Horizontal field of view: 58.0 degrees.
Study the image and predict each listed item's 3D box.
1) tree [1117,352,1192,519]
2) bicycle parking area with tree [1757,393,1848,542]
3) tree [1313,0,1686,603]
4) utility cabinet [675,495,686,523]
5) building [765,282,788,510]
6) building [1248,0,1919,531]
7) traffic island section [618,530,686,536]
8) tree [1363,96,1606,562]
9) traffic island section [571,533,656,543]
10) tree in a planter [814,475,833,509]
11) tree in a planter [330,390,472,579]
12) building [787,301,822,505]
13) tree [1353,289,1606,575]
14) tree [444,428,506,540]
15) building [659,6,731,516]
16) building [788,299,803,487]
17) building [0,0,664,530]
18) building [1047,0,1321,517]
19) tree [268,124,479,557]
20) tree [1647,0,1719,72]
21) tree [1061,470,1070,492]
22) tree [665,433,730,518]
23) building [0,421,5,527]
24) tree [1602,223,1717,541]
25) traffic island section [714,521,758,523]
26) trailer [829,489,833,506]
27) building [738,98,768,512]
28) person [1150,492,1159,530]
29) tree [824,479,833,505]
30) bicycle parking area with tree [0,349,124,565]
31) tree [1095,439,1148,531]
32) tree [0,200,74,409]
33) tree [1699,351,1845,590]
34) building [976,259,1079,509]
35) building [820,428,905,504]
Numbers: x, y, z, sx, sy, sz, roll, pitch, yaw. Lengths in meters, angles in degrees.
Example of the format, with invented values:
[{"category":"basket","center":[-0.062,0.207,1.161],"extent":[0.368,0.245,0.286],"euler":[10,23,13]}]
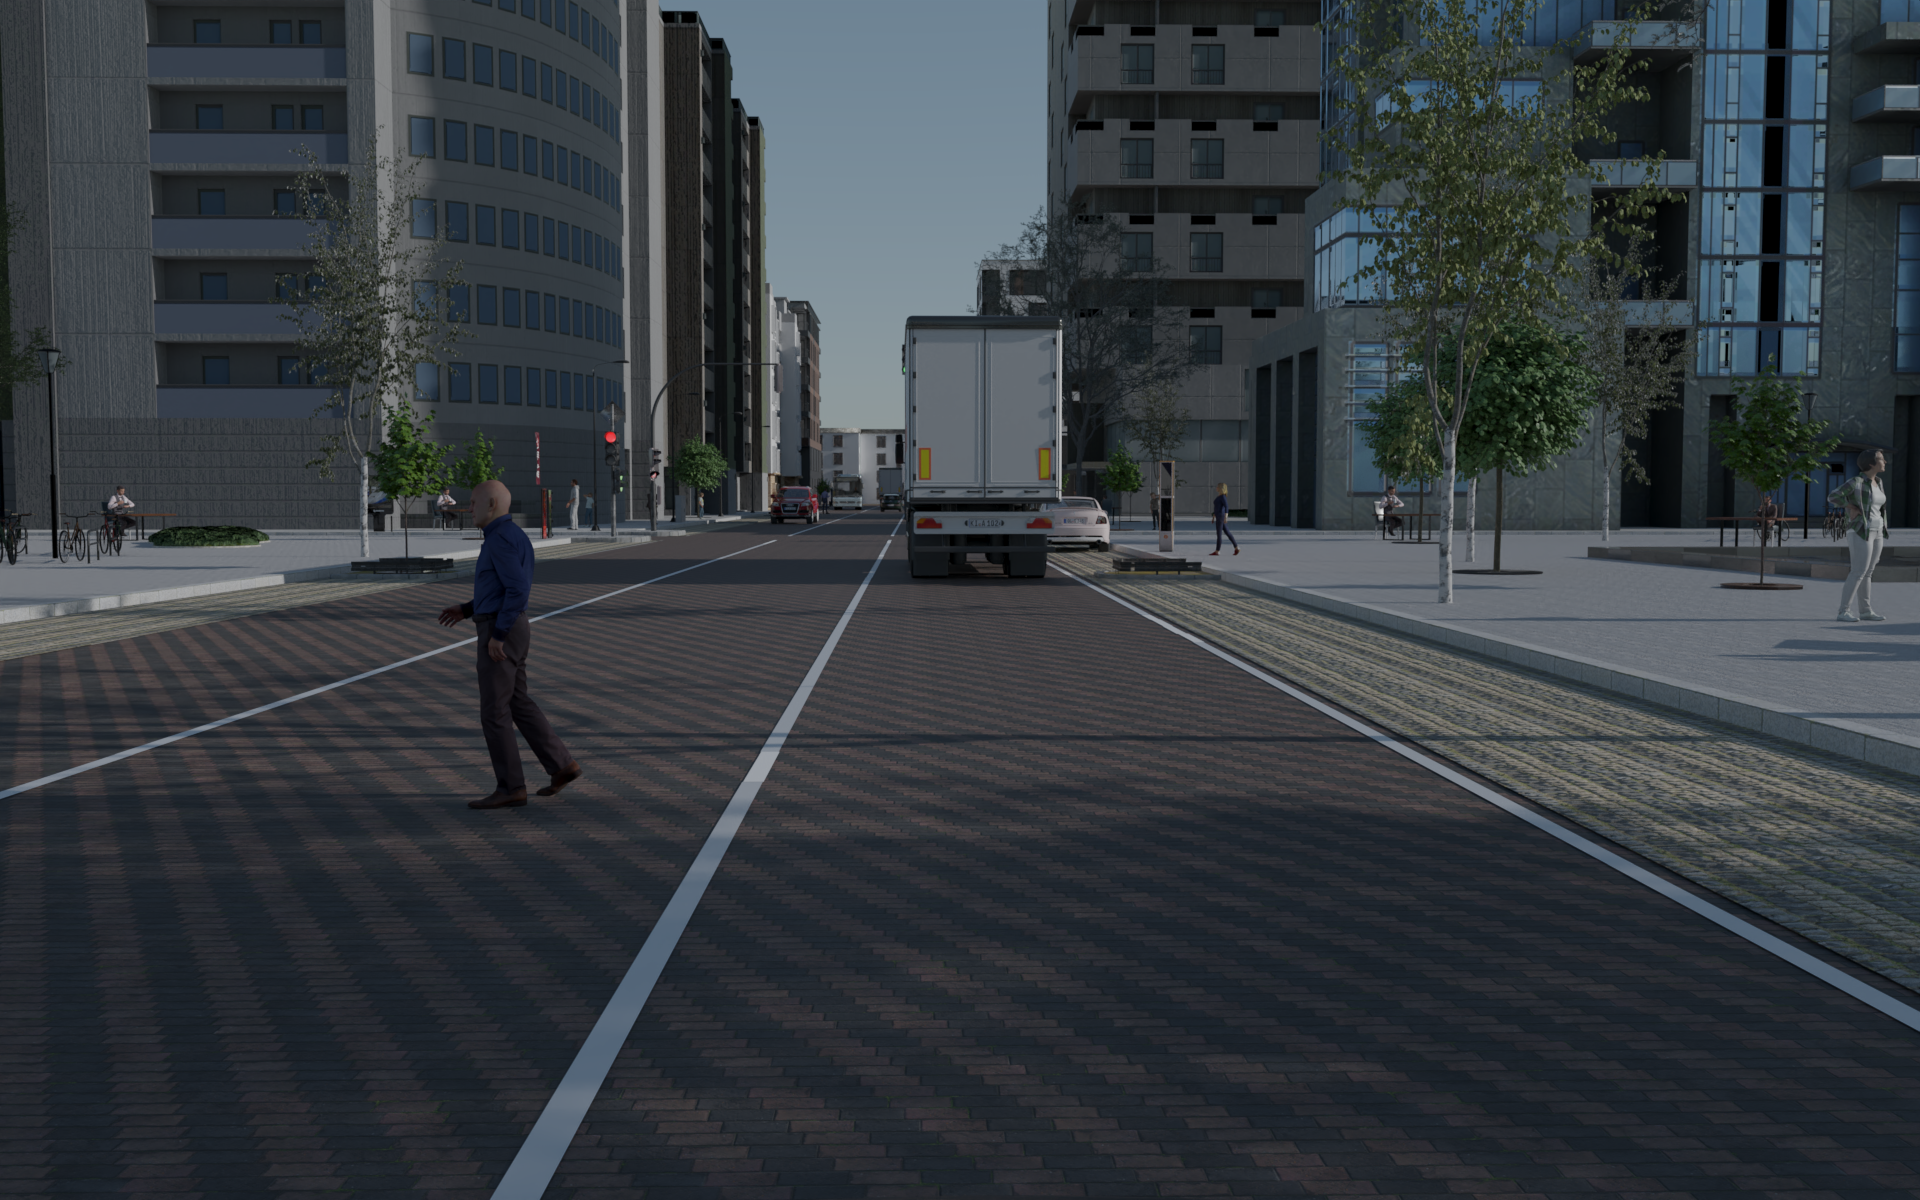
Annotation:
[{"category":"tree","center":[10.004,-8.402,87.741],"extent":[4.360,8.622,3.978],"euler":[0,3,0]},{"category":"bicycle parking area with tree","center":[26.255,-3.722,47.858],"extent":[8.231,4.147,9.016],"euler":[3,5,43]},{"category":"tree","center":[5.934,-4.275,20.266],"extent":[4.737,8.622,4.395],"euler":[0,3,0]},{"category":"utility cabinet","center":[-12.610,-4.099,78.176],"extent":[0.306,1.237,1.020],"euler":[0,4,2]},{"category":"building","center":[-23.848,-18.101,152.379],"extent":[16.016,20.091,11.380],"euler":[0,4,-1]},{"category":"building","center":[27.838,-46.275,69.276],"extent":[31.000,86.520,22.319],"euler":[0,4,-1]},{"category":"traffic island section","center":[-10.658,-2.317,60.162],"extent":[2.009,0.180,2.903],"euler":[0,4,-1]},{"category":"tree","center":[9.725,-5.048,32.900],"extent":[4.360,8.622,3.978],"euler":[0,3,0]},{"category":"traffic island section","center":[-10.456,-1.829,52.179],"extent":[2.009,0.180,2.903],"euler":[0,4,-1]},{"category":"tree in a planter","center":[-12.917,-10.112,162.558],"extent":[1.991,3.239,1.994],"euler":[0,4,-1]},{"category":"tree in a planter","center":[-9.572,-1.996,29.860],"extent":[1.991,3.239,1.994],"euler":[0,4,-1]},{"category":"building","center":[-32.625,-21.566,196.579],"extent":[32.646,21.610,27.936],"euler":[0,4,-1]},{"category":"tree","center":[8.636,-2.709,28.007],"extent":[4.285,4.588,4.351],"euler":[0,3,0]},{"category":"tree","center":[-13.441,-3.317,48.837],"extent":[1.663,3.219,1.824],"euler":[0,3,0]},{"category":"building","center":[-21.382,-20.359,104.578],"extent":[14.160,30.474,14.107],"euler":[0,4,-1]},{"category":"building","center":[-23.088,-18.805,163.881],"extent":[16.016,20.091,11.380],"euler":[0,4,-1]},{"category":"building","center":[-25.606,-32.569,74.501],"extent":[21.231,58.520,28.212],"euler":[0,4,-1]},{"category":"building","center":[19.945,-31.935,111.382],"extent":[28.713,52.752,27.495],"euler":[0,4,-1]},{"category":"tree","center":[-12.139,-5.202,35.409],"extent":[4.360,8.622,3.978],"euler":[0,3,0]},{"category":"tree","center":[7.164,-6.058,9.425],"extent":[12.009,13.543,11.850],"euler":[0,3,0]},{"category":"tree","center":[4.754,-5.609,86.314],"extent":[1.663,3.219,1.824],"euler":[0,3,0]},{"category":"tree","center":[-14.093,-6.713,93.475],"extent":[4.285,4.588,4.351],"euler":[0,3,0]},{"category":"building","center":[-47.486,-38.341,65.135],"extent":[20.611,71.187,20.563],"euler":[0,4,-1]},{"category":"tree","center":[17.891,-5.918,47.119],"extent":[4.360,8.622,3.978],"euler":[0,3,0]},{"category":"traffic island section","center":[-10.948,-3.795,84.908],"extent":[1.991,0.108,1.994],"euler":[0,4,-1]},{"category":"trailer","center":[-13.965,-11.435,194.004],"extent":[1.471,1.999,3.904],"euler":[0,4,-1]},{"category":"building","center":[-21.767,-21.709,126.642],"extent":[14.160,30.474,14.107],"euler":[0,4,-1]},{"category":"person","center":[6.985,-3.165,61.701],"extent":[0.435,1.345,0.340],"euler":[0,4,6]},{"category":"tree","center":[-16.593,-13.352,212.905],"extent":[1.663,3.219,1.824],"euler":[0,3,0]},{"category":"bicycle parking area with tree","center":[-20.390,-2.827,33.228],"extent":[8.231,4.147,9.016],"euler":[0,4,-8]},{"category":"tree","center":[5.473,-4.032,60.533],"extent":[1.663,3.219,1.824],"euler":[0,3,0]},{"category":"tree","center":[-28.528,-6.914,47.455],"extent":[8.767,10.594,7.601],"euler":[1,4,12]},{"category":"tree","center":[11.040,-1.764,23.440],"extent":[1.663,3.219,1.824],"euler":[0,3,0]},{"category":"building","center":[15.440,-19.797,167.661],"extent":[27.936,21.610,32.646],"euler":[0,4,-1]},{"category":"building","center":[-12.870,-17.241,224.036],"extent":[28.070,9.664,9.099],"euler":[0,4,-1]}]
